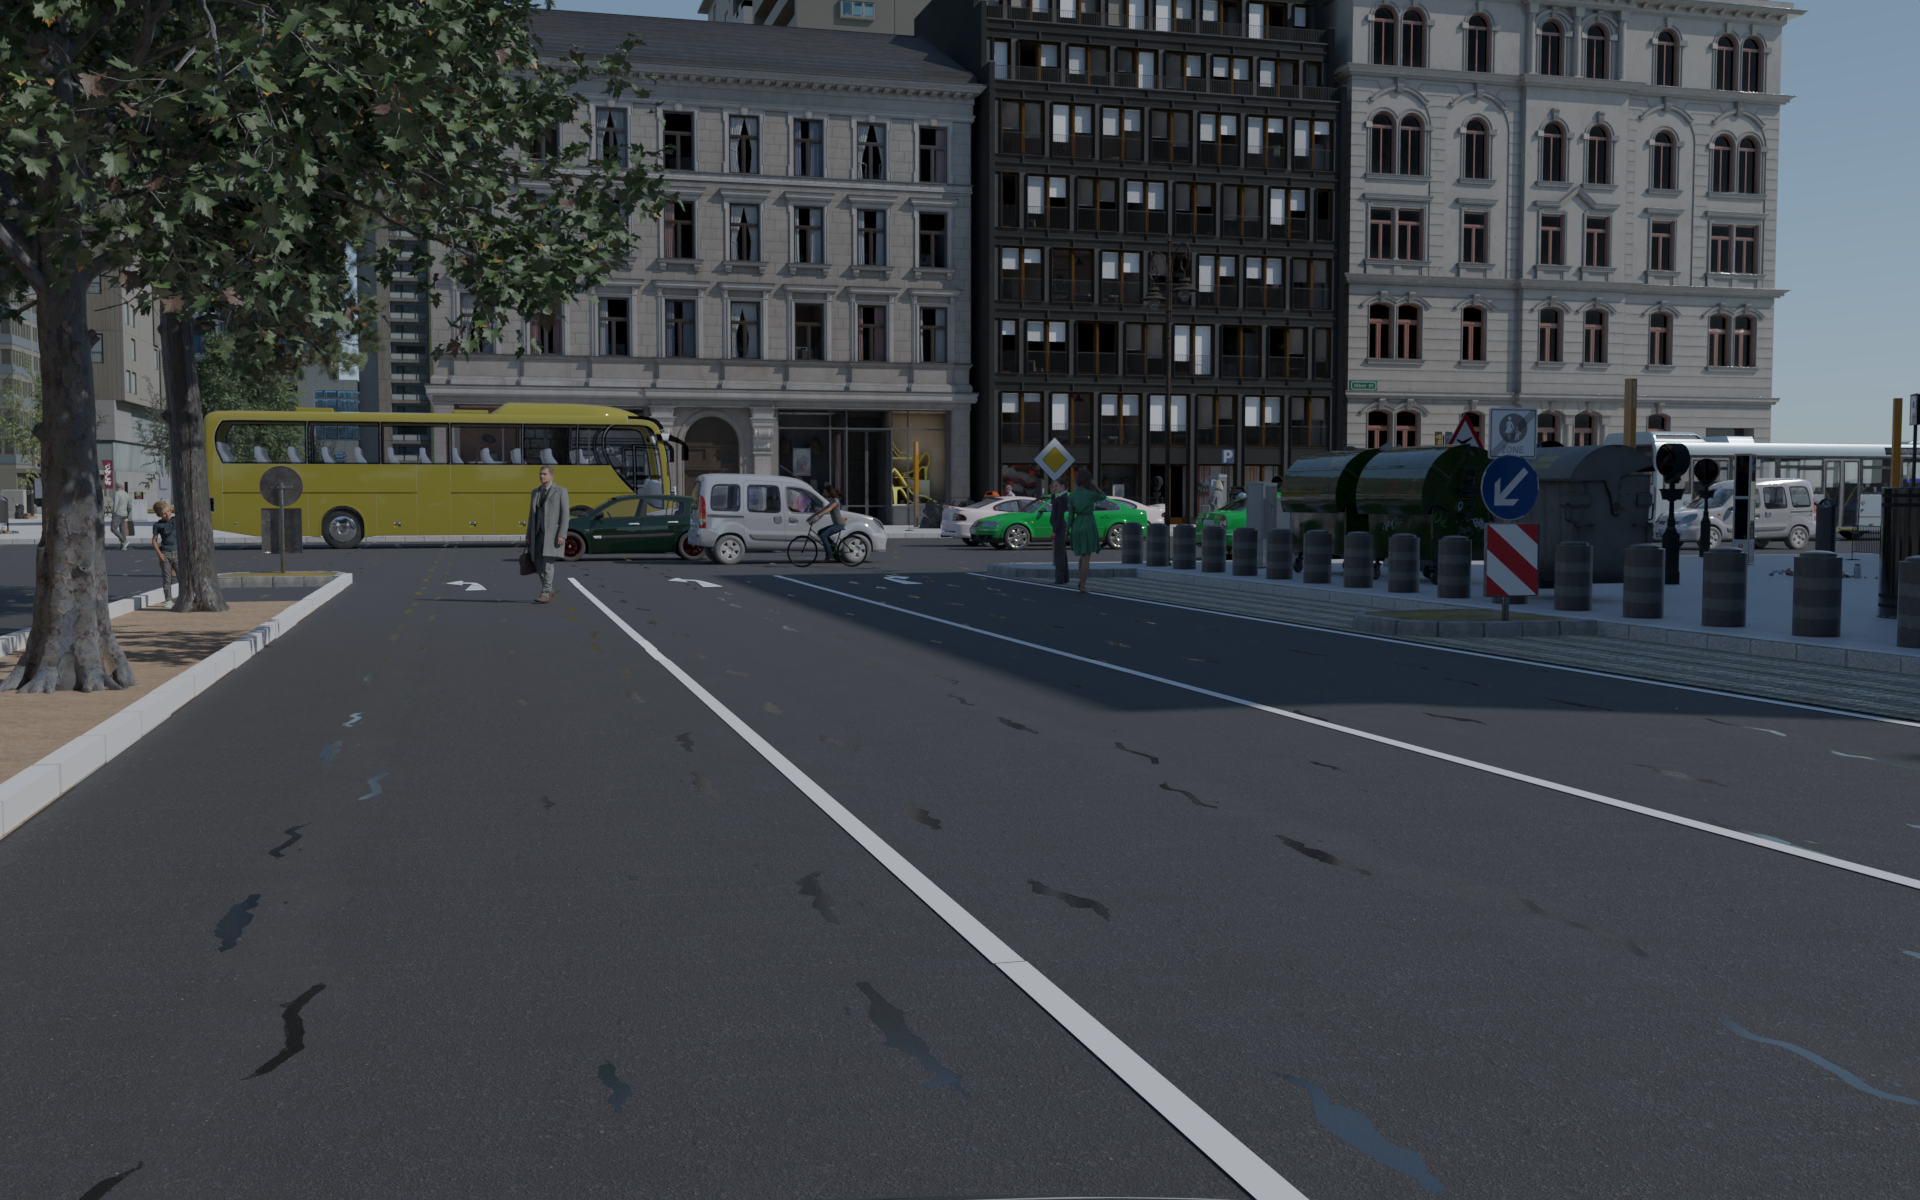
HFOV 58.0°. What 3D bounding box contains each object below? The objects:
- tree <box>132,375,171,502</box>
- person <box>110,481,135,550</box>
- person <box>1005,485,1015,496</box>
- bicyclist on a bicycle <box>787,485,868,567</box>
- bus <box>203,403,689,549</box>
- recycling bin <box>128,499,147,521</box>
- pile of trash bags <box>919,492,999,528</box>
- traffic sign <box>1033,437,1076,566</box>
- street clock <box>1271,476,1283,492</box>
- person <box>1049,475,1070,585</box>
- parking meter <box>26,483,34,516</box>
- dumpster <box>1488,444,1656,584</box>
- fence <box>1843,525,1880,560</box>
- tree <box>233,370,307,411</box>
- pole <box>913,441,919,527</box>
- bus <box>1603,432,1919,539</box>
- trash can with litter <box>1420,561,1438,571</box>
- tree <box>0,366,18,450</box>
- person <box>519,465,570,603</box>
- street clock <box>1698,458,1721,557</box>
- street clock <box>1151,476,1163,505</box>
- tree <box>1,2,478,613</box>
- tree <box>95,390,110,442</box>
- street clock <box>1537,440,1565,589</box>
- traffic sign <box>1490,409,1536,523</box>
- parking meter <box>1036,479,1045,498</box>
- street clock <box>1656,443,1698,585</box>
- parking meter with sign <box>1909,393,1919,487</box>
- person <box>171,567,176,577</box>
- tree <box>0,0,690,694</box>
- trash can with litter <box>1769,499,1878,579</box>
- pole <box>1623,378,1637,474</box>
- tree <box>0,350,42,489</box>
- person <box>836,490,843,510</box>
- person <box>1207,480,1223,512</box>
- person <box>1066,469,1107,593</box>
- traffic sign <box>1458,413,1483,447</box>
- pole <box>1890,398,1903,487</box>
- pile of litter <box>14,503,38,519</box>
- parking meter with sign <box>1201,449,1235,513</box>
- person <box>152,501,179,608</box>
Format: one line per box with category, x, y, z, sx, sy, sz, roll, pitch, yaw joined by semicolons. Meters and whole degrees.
tree;-47.138;-9.319;102.730;4.360;8.622;3.978;0;3;0
person;-21.405;-2.162;44.336;0.515;1.767;0.782;0;4;4
person;1.529;-2.782;54.926;0.436;1.711;0.756;-1;4;-13
bicyclist on a bicycle;-2.599;-1.460;33.895;1.625;1.676;1.499;-1;4;-15
bus;-13.662;-3.378;46.785;12.252;3.916;2.896;-1;4;-17
recycling bin;-39.048;-4.260;82.197;0.722;1.027;0.722;-3;5;-40
pile of trash bags;0.092;-3.348;64.493;3.447;1.369;1.912;3;4;39
traffic sign;1.669;-1.657;30.742;0.795;2.450;0.064;-1;4;-16
street clock;12.646;-3.942;69.024;0.471;2.002;0.358;1;4;19
person;1.504;-1.118;27.575;0.445;1.727;0.742;-2;4;-27
parking meter;-51.049;-5.467;95.095;0.255;1.863;0.399;0;4;-6
dumpster;7.408;-0.935;21.053;1.264;1.857;1.865;-1;4;-16
fence;17.251;-1.055;32.632;0.278;0.683;2.069;0;4;4
tree;-53.086;-13.054;131.558;7.486;12.596;7.792;0;3;0
pole;-1.689;-4.463;66.816;0.158;3.312;0.155;0;3;0
bus;26.261;-3.598;53.692;13.247;3.499;2.948;-1;4;-17
trash can with litter;7.703;-1.070;28.889;1.055;1.170;0.624;-2;4;-24
tree;-44.288;-7.757;77.195;4.360;8.622;3.978;0;3;0
person;-5.498;-0.873;22.869;0.694;1.812;0.767;1;4;20
street clock;15.151;-1.872;35.170;0.471;2.002;0.358;2;4;33
street clock;7.985;-4.015;70.219;0.358;2.002;0.471;-3;4;-37
tree;-9.524;-6.787;20.850;7.806;13.903;7.818;0;3;0
tree;-53.586;-9.418;104.341;4.360;8.622;3.978;0;3;0
street clock;7.969;-1.157;23.493;0.471;2.002;0.358;0;4;3
traffic sign;6.532;-1.127;20.564;0.606;2.300;0.079;-1;4;-10
parking meter;3.079;-3.710;66.374;0.255;1.863;0.399;1;4;20
street clock;10.091;-1.223;24.563;0.358;2.002;0.471;-1;4;-14
parking meter with sign;17.373;-2.056;29.874;1.738;3.016;0.543;1;4;17
person;-13.427;-1.299;29.982;0.529;1.795;0.600;-1;4;-16
tree;-6.600;-5.695;12.573;9.611;12.733;9.660;0;3;0
trash can with litter;13.532;-0.987;27.193;1.678;1.210;2.233;0;4;4
pole;11.835;-2.251;30.643;0.158;3.312;0.155;0;3;0
tree;-45.914;-8.304;86.140;4.737;8.622;4.395;0;3;0
person;-2.969;-1.784;40.031;0.546;1.535;0.453;-1;4;-22
person;6.633;-2.235;45.226;0.526;1.800;0.537;3;4;38
person;1.795;-1.007;25.215;0.600;1.795;0.529;1;4;20
traffic sign;8.129;-1.712;27.992;0.884;2.594;0.081;-1;4;-11
pole;19.900;-2.630;36.843;0.158;3.312;0.155;0;3;0
pile of litter;-48.151;-4.602;89.215;1.176;0.858;1.719;-1;4;-13
parking meter with sign;9.943;-4.321;66.912;0.543;3.016;1.738;3;4;39
person;-9.868;-0.570;21.737;0.435;1.345;0.340;-3;5;-45
